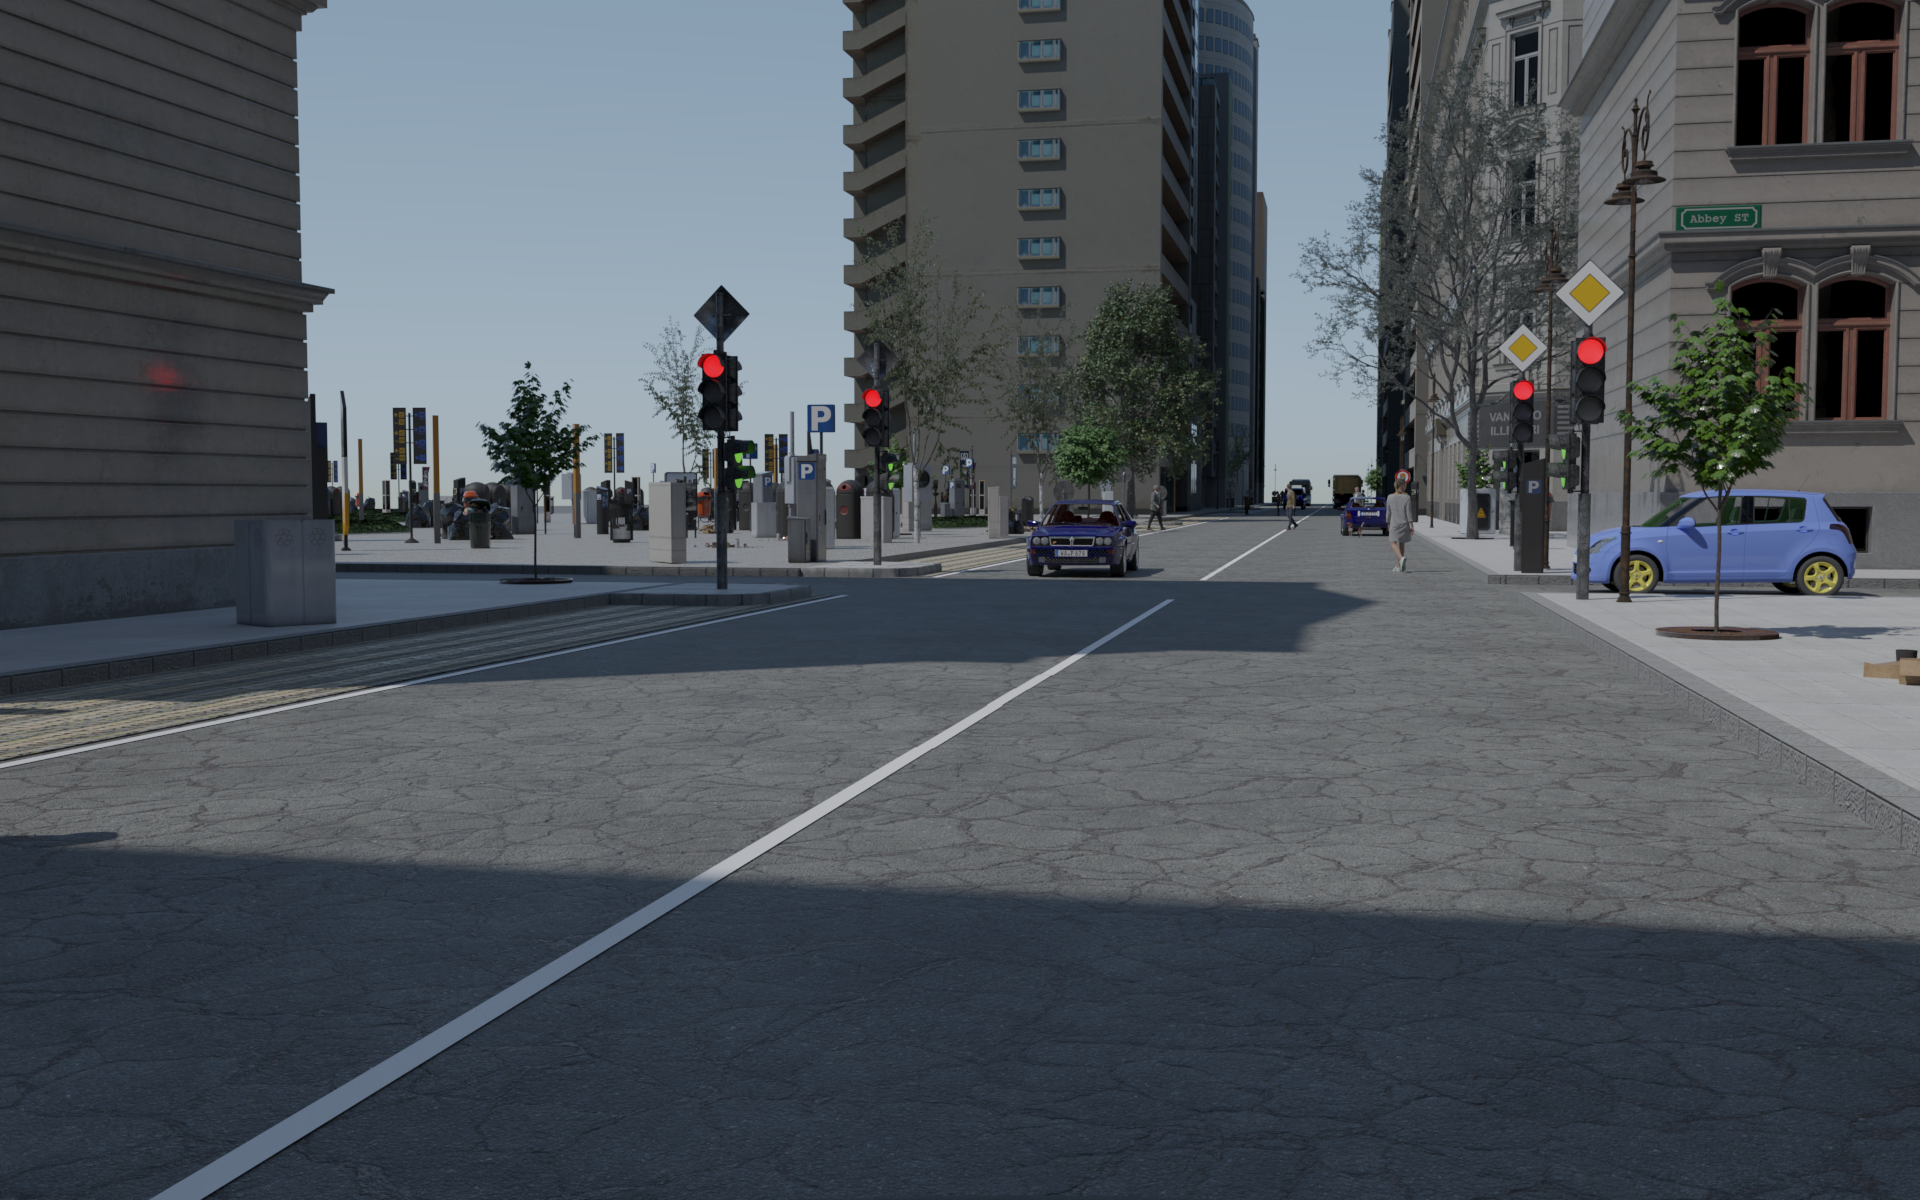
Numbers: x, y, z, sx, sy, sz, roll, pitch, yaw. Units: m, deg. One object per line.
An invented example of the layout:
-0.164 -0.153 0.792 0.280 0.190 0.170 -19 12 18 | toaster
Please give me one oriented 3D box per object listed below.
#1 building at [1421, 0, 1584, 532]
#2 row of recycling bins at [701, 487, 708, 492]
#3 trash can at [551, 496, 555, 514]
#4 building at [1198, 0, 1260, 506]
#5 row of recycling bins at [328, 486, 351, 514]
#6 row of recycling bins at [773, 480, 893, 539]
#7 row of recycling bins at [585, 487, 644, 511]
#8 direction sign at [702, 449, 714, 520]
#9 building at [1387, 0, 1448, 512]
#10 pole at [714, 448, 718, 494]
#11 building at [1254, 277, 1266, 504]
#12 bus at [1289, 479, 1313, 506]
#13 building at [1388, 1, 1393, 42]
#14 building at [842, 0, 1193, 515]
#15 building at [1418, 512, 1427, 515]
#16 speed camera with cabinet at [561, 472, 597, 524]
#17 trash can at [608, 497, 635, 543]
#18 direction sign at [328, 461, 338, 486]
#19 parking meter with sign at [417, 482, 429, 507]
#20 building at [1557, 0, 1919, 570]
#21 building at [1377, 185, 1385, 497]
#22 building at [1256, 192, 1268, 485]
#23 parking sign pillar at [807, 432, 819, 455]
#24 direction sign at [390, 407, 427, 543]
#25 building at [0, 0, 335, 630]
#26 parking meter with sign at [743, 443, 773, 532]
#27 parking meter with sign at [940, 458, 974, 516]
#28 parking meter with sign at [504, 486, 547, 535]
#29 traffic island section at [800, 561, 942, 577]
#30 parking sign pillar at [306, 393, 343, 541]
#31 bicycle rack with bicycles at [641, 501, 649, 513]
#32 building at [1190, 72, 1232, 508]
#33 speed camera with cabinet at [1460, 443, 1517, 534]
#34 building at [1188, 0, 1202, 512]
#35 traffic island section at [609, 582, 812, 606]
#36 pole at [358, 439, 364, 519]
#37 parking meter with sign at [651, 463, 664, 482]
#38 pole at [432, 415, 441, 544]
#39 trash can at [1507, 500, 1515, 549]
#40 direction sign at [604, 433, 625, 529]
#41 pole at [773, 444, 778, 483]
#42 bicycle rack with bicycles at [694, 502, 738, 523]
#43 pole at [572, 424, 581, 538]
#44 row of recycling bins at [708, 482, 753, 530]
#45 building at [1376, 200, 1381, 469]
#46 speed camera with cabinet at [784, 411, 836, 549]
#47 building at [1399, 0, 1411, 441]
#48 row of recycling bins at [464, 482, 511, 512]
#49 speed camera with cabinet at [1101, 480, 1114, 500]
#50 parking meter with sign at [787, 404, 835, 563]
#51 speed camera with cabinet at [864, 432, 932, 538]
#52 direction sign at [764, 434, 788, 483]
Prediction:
30.365 -18.439 77.891 17.030 29.872 44.131 1 4 12 | building
-14.376 -5.919 103.884 1.069 1.692 3.534 1 4 23 | row of recycling bins
-26.054 -6.001 109.777 0.748 1.137 0.748 0 3 0 | trash can
23.352 -40.408 202.677 21.231 58.520 28.212 1 4 12 | building
-32.423 -4.990 88.704 1.069 1.692 3.534 1 4 10 | row of recycling bins
-3.606 -2.604 49.685 3.534 1.692 1.069 1 4 14 | row of recycling bins
-19.877 -5.640 99.330 3.534 1.692 1.069 -2 4 -31 | row of recycling bins
-12.469 -5.792 86.698 0.876 3.537 0.379 -1 4 -23 | direction sign
50.906 -32.912 161.807 21.300 48.544 21.600 1 4 12 | building
-10.756 -5.054 76.482 0.158 3.312 0.155 0 3 0 | pole
34.407 -28.475 237.269 14.160 30.474 14.107 1 4 12 | building
40.768 -13.006 207.504 2.948 3.499 13.247 1 4 12 | bus
61.400 -40.606 205.912 21.231 58.520 28.212 1 4 12 | building
4.094 -30.212 117.673 21.300 48.544 21.600 1 4 12 | building
40.110 -29.812 111.134 21.300 48.544 21.600 1 4 12 | building
-16.284 -4.899 74.439 0.660 3.252 2.038 2 4 24 | speed camera with cabinet
-8.932 -2.082 45.698 0.748 1.137 0.748 0 3 0 | trash can
-42.370 -7.643 116.966 0.876 3.537 0.379 1 4 17 | direction sign
-35.060 -7.143 113.041 1.738 3.016 0.543 -2 4 -23 | parking meter with sign
24.361 -15.018 32.931 23.554 28.519 14.401 1 4 12 | building
62.249 -33.289 227.874 14.154 41.232 14.086 1 4 12 | building
36.994 -36.734 250.714 14.600 45.320 14.200 1 4 12 | building
-6.352 -5.288 74.930 1.447 3.967 1.447 0 4 0 | parking sign pillar
-14.380 -3.261 45.321 0.876 3.537 0.379 0 4 3 | direction sign
-25.550 -12.240 19.208 34.723 24.649 14.460 1 4 12 | building
-6.674 -3.807 58.507 0.543 3.016 1.738 -3 4 -36 | parking meter with sign
-0.161 -5.371 84.070 1.738 3.016 0.543 -3 5 -40 | parking meter with sign
-13.899 -3.592 54.991 0.543 3.016 1.738 3 5 44 | parking meter with sign
-1.507 -0.549 31.253 2.009 0.180 2.903 1 4 12 | traffic island section
-17.600 -3.587 47.114 1.447 3.967 1.447 -2 4 -35 | parking sign pillar
-16.036 -4.649 89.386 2.852 0.926 2.925 -1 4 -18 | bicycle rack with bicycles
18.183 -29.426 164.713 14.154 41.232 14.086 1 4 12 | building
17.066 -3.732 55.346 2.038 3.252 0.660 -1 4 -9 | speed camera with cabinet
9.375 -50.738 142.233 22.319 86.520 31.000 1 4 12 | building
-3.239 -0.072 23.457 2.009 0.180 2.903 1 4 12 | traffic island section
-22.101 -4.284 63.889 0.158 3.312 0.155 0 3 0 | pole
-16.698 -6.268 98.744 1.738 3.016 0.543 -2 4 -33 | parking meter with sign
-13.562 -3.120 44.853 0.158 3.312 0.155 0 3 0 | pole
13.112 -1.751 40.283 0.748 1.137 0.748 0 3 0 | trash can
-12.820 -4.420 64.271 0.876 3.537 0.379 2 4 24 | direction sign
-7.579 -4.730 71.175 0.158 3.312 0.155 0 3 0 | pole
-11.313 -3.973 78.335 2.925 0.926 2.852 3 5 40 | bicycle rack with bicycles
-11.129 -3.452 50.287 0.158 3.312 0.155 0 3 0 | pole
-6.972 -3.321 61.411 3.534 1.692 1.069 0 4 3 | row of recycling bins
70.072 -37.949 244.161 21.300 48.544 21.600 1 4 12 | building
-3.566 -2.852 40.973 0.660 3.252 2.038 -2 4 -24 | speed camera with cabinet
46.276 -29.423 135.683 22.147 44.769 28.867 1 4 12 | building
-15.975 -3.242 60.120 1.069 1.692 3.534 1 4 16 | row of recycling bins
8.924 -6.757 104.811 0.660 3.252 2.038 0 4 -1 | speed camera with cabinet
-2.848 -2.241 32.904 0.543 3.016 1.738 1 4 11 | parking meter with sign
-1.853 -3.474 51.135 2.038 3.252 0.660 -2 4 -30 | speed camera with cabinet
-6.908 -4.476 65.179 0.876 3.537 0.379 0 4 -5 | direction sign
